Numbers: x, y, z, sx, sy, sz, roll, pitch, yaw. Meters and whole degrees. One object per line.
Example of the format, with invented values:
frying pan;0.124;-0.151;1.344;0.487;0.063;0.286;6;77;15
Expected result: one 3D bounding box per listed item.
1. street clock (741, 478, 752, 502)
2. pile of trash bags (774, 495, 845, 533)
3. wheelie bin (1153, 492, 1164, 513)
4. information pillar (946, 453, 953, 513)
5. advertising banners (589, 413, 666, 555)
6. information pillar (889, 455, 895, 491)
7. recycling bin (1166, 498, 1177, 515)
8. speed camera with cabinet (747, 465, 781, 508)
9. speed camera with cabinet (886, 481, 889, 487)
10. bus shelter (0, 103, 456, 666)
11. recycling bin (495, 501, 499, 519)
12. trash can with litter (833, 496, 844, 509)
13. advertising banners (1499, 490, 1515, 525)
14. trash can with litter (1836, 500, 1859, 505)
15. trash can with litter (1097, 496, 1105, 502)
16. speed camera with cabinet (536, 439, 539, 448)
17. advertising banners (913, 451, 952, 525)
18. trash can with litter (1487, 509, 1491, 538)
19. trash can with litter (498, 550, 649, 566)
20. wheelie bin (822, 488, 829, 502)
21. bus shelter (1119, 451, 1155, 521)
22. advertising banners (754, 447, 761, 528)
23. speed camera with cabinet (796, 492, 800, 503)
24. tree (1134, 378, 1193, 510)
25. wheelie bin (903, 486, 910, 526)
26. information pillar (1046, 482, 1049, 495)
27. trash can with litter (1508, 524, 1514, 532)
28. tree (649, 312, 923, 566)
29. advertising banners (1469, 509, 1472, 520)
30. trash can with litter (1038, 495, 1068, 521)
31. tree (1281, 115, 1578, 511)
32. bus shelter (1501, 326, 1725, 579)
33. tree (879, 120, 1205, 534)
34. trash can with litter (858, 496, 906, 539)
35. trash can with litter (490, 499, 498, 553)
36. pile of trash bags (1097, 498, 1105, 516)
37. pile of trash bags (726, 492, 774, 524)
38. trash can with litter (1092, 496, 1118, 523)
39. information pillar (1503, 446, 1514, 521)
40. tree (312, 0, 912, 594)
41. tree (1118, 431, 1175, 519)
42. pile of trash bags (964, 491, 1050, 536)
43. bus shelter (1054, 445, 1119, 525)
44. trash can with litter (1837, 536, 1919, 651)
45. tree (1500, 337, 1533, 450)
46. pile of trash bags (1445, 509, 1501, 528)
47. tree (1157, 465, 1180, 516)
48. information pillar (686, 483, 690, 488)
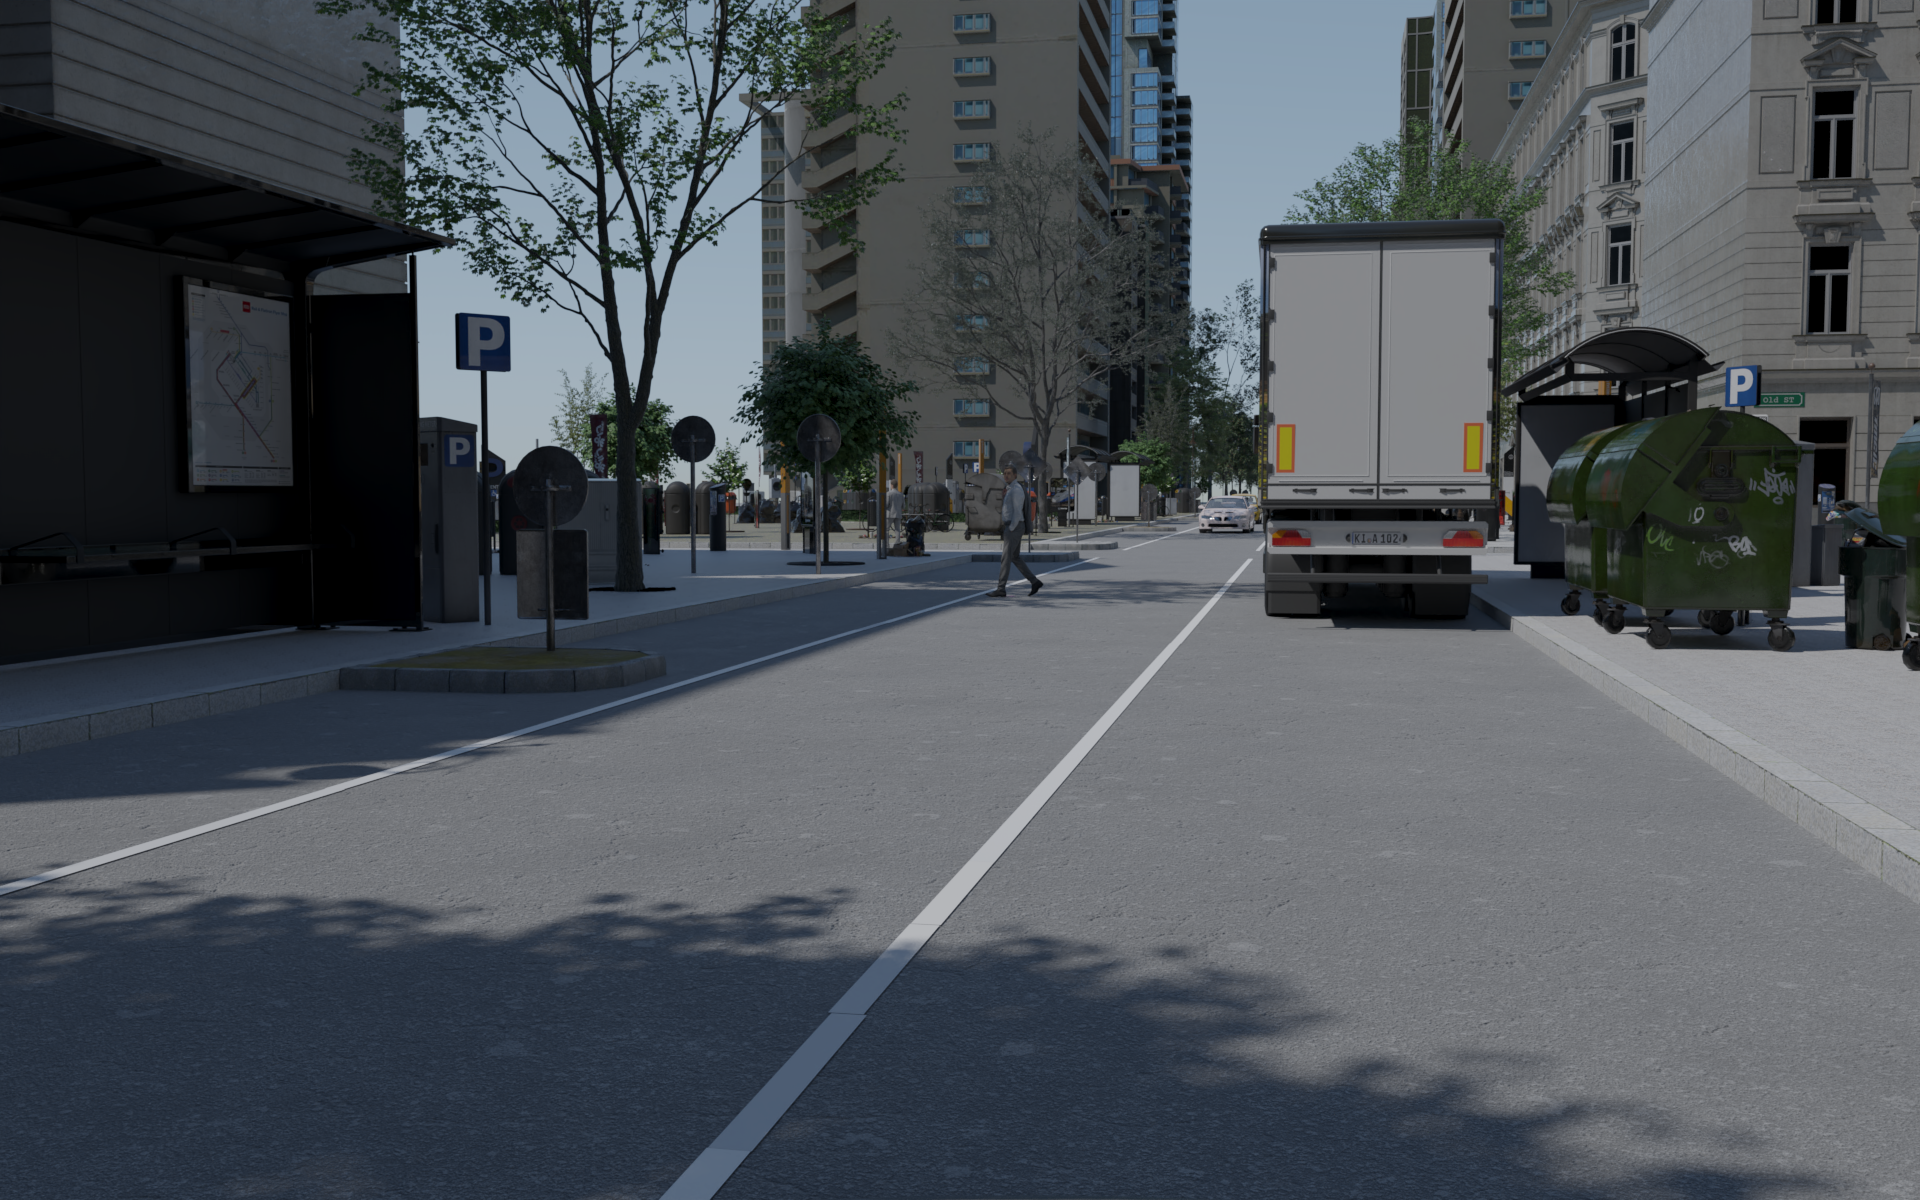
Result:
street clock;-9.791;-4.583;79.508;0.471;2.002;0.358;-1;4;-12
pile of trash bags;-5.042;-2.989;58.621;1.912;1.369;3.447;-1;4;-13
wheelie bin;13.244;-6.582;115.517;0.980;1.594;0.693;2;4;30
information pillar;-0.592;-6.525;98.034;0.183;3.616;0.504;3;5;42
advertising banners;-7.171;-2.505;37.149;2.074;3.025;0.090;2;4;32
information pillar;-3.968;-6.719;101.211;0.183;3.616;0.504;2;4;35
recycling bin;13.015;-5.809;107.533;0.722;1.027;0.722;-1;4;-10
speed camera with cabinet;-11.143;-6.376;98.588;2.038;3.252;0.660;-1;4;-20
speed camera with cabinet;-4.725;-7.723;120.600;0.660;3.252;2.038;1;4;18
bus shelter;-6.095;-1.343;13.236;1.731;3.624;6.357;1;4;11
recycling bin;-16.826;-3.011;61.790;0.722;1.027;0.722;3;5;43
trash can with litter;-6.670;-5.316;98.299;1.055;1.170;0.624;2;4;29
advertising banners;22.202;-4.586;71.162;2.074;3.025;0.090;2;4;34
trash can with litter;16.736;-1.277;32.259;1.055;1.170;0.624;-1;4;-22
trash can with litter;9.078;-6.221;113.104;0.624;1.170;1.055;-2;4;-25
speed camera with cabinet;-14.432;-4.150;62.189;2.038;3.252;0.660;0;4;-2
advertising banners;-1.130;-4.576;71.001;2.074;3.025;0.090;-3;5;-42
trash can with litter;15.086;-2.369;50.127;0.624;1.170;1.055;-1;4;-17
trash can with litter;-6.782;-1.215;30.916;2.233;1.210;1.678;2;4;32
wheelie bin;-7.090;-4.974;89.227;0.693;1.594;0.980;-1;4;-15
bus shelter;8.150;-5.481;83.530;2.014;3.302;5.546;1;4;11
advertising banners;-7.609;-4.212;65.048;0.090;3.025;2.074;-1;4;-12
speed camera with cabinet;-10.344;-7.537;117.559;0.660;3.252;2.038;2;4;26
tree;12.818;-9.789;110.406;4.360;8.622;3.978;0;3;0
wheelie bin;-1.867;-3.717;68.686;0.980;1.594;0.693;-2;4;-34
information pillar;5.227;-6.167;105.319;0.304;2.012;0.304;-1;4;-10
trash can with litter;18.855;-2.879;58.460;0.624;1.170;1.055;-1;4;-14
tree;-2.516;-2.924;31.525;4.285;4.588;4.351;0;3;0
advertising banners;24.314;-5.484;85.847;2.074;3.025;0.090;2;4;23
trash can with litter;4.189;-4.722;88.264;2.233;1.210;1.678;-2;4;-25
tree;13.150;-7.533;48.927;9.928;11.665;9.643;0;3;0
bus shelter;8.703;-1.820;23.674;2.014;3.302;5.546;1;4;11
tree;2.724;-8.942;56.569;12.009;13.543;11.850;0;3;0
trash can with litter;-2.099;-2.405;50.372;2.233;1.210;1.678;-3;5;-41
trash can with litter;-10.110;-1.633;37.758;2.233;1.210;1.678;2;4;24
pile of trash bags;6.829;-5.701;102.970;3.447;1.369;1.912;-1;4;-11
pile of trash bags;-9.014;-4.030;75.638;1.912;1.369;3.447;3;4;37
trash can with litter;6.347;-4.140;78.739;1.678;1.210;2.233;2;4;26
information pillar;26.435;-5.630;83.411;0.504;3.616;0.183;1;4;17
tree;-4.285;-5.930;22.707;9.928;11.665;9.643;0;3;0
tree;9.665;-6.510;90.157;4.285;4.588;4.351;0;3;0
pile of trash bags;1.524;-2.690;53.734;1.912;1.369;3.447;-2;4;-24
bus shelter;5.390;-4.905;74.118;2.014;3.302;5.546;1;4;11
trash can with litter;7.784;-0.172;14.194;0.624;1.170;1.055;-3;4;-37
tree;23.172;-7.690;76.095;4.737;8.622;4.395;0;3;0
pile of trash bags;19.888;-3.378;64.976;3.447;1.369;1.912;1;4;21
tree;11.995;-6.569;102.011;1.663;3.219;1.824;0;3;0
information pillar;-18.476;-6.953;118.179;0.304;2.012;0.304;1;4;13
